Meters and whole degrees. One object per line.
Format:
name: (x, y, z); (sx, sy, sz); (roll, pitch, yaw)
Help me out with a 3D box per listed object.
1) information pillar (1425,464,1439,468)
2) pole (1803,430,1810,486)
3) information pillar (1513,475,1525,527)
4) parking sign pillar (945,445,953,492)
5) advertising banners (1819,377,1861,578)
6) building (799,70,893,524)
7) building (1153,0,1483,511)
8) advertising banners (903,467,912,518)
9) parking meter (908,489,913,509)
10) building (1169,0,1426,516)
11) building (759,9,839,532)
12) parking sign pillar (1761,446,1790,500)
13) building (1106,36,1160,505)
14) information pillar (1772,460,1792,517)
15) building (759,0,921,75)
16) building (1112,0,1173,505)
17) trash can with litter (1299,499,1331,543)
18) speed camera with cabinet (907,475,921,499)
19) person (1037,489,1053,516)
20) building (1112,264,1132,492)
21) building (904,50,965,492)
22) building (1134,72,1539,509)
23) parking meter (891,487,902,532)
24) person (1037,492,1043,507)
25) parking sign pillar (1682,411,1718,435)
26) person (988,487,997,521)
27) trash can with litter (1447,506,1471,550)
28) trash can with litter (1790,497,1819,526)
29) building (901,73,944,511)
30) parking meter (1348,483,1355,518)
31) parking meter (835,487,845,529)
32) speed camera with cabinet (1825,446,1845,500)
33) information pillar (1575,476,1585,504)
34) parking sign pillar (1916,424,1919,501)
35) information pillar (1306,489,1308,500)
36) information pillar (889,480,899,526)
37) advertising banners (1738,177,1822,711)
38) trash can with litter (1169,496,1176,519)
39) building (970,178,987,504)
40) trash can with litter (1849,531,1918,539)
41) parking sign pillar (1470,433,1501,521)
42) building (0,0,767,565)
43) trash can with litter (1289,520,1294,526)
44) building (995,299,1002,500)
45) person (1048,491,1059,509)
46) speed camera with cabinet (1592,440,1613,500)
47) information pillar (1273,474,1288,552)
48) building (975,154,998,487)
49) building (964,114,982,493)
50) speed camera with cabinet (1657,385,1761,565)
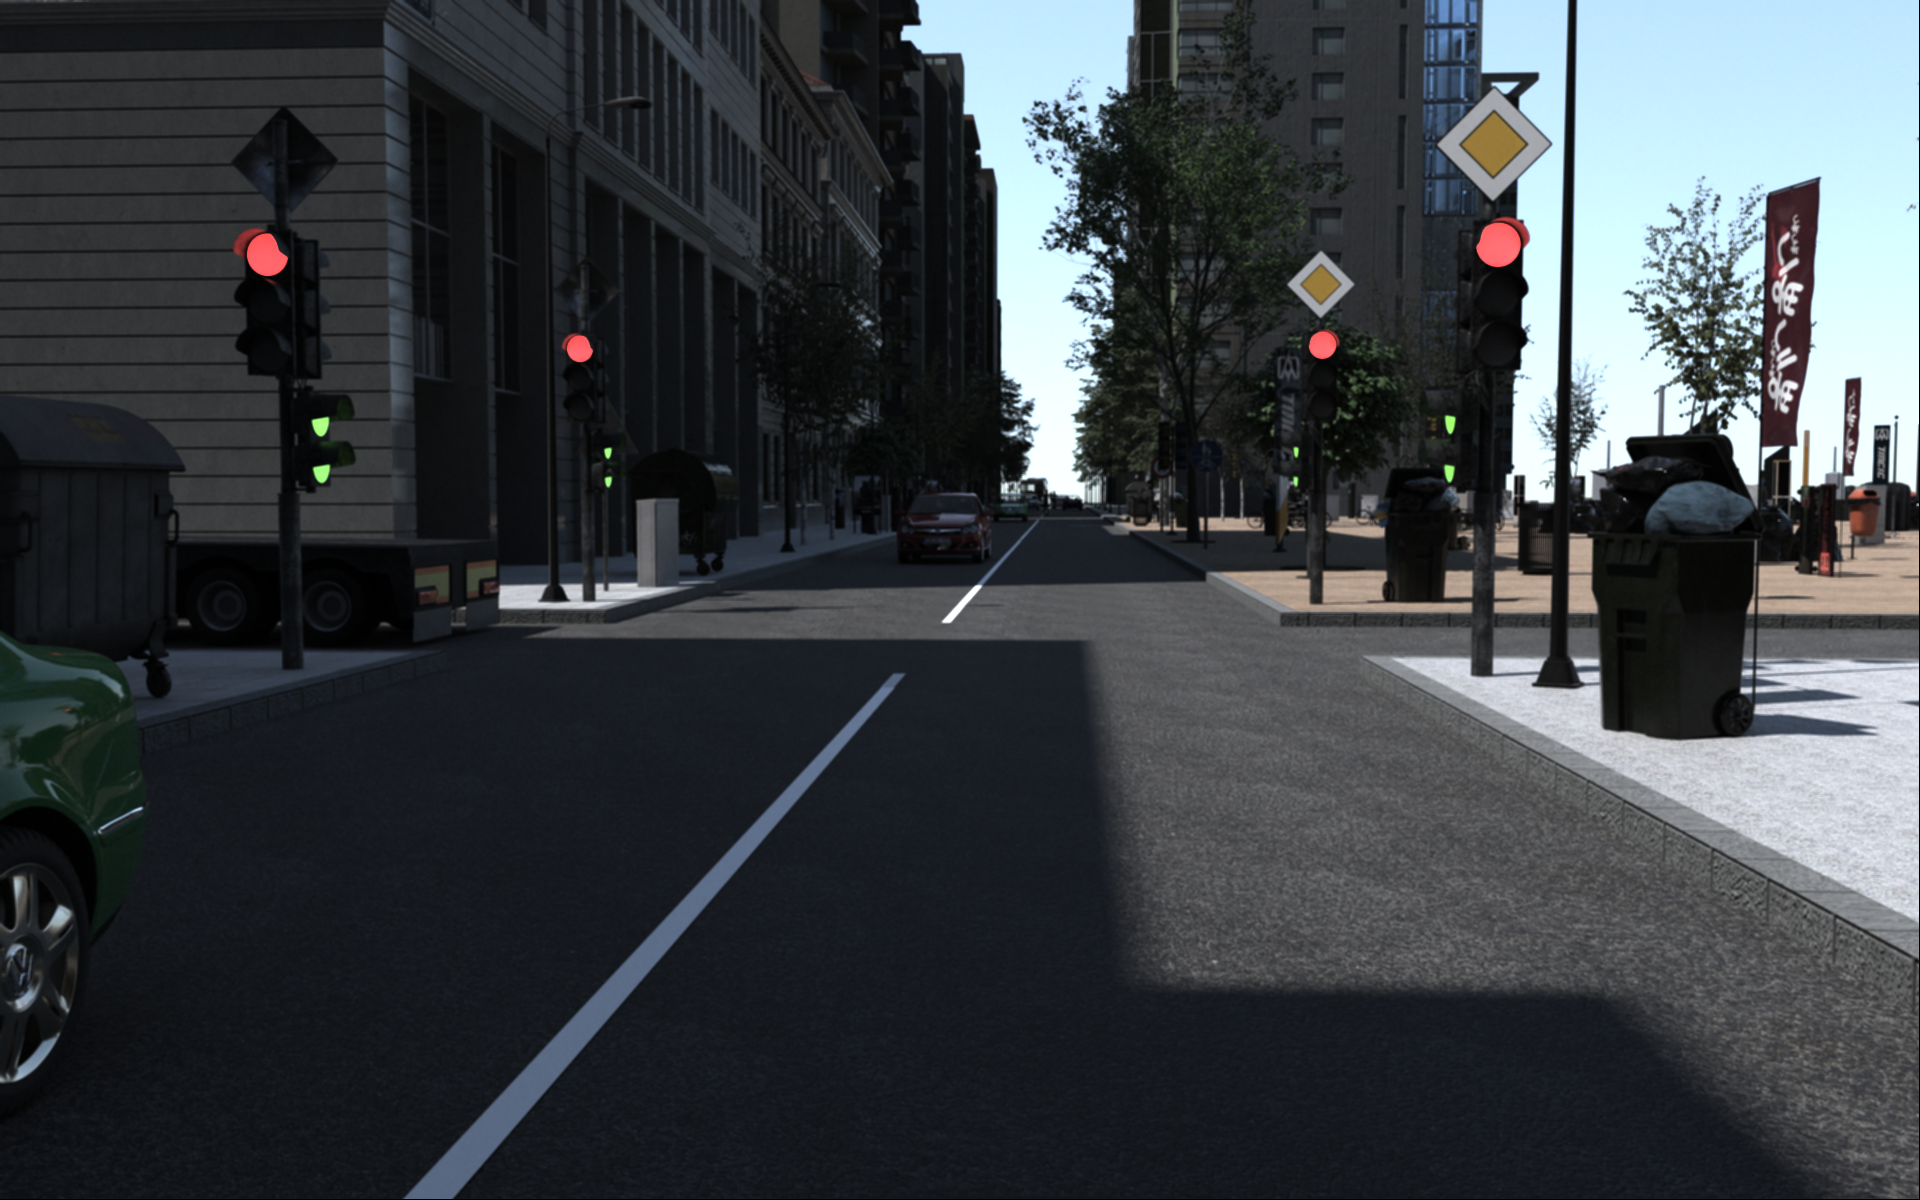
information pillar: (10.578, -2.096, 38.767); (0.304, 2.012, 0.304); (0, 4, 5)
pole: (27.005, -3.759, 55.309); (0.158, 3.312, 0.155); (0, 3, 0)
information pillar: (21.521, -3.802, 66.658); (0.304, 2.012, 0.304); (-1, 4, -20)
parking sign pillar: (-0.617, -6.464, 94.154); (1.447, 3.967, 1.447); (0, 4, 2)
advertising banners: (13.486, -1.879, 26.912); (0.090, 3.025, 2.074); (0, 4, 4)
building: (-10.015, -15.133, 83.587); (11.583, 22.565, 21.152); (0, 4, 3)
building: (25.699, -49.750, 126.081); (22.319, 86.520, 31.000); (0, 4, 3)
advertising banners: (-2.837, -5.968, 93.770); (0.090, 3.025, 2.074); (-1, 4, -13)
parking meter: (-2.356, -4.646, 84.380); (0.372, 1.533, 0.369); (0, 3, 0)
building: (19.819, -25.790, 105.269); (14.154, 41.232, 14.086); (0, 4, 3)
building: (-10.909, -12.165, 63.530); (10.561, 19.102, 19.286); (0, 4, 3)
parking sign pillar: (42.951, -6.288, 91.273); (1.447, 3.967, 1.447); (0, 4, -3)
building: (31.560, -56.498, 236.414); (22.319, 86.520, 31.000); (0, 4, 3)
information pillar: (17.907, -2.035, 37.765); (0.304, 2.012, 0.304); (1, 4, 12)
building: (-14.089, -27.876, 110.396); (22.147, 44.769, 28.867); (0, 4, 3)
building: (28.042, -46.391, 196.743); (20.563, 71.187, 20.611); (0, 4, 3)
trash can with litter: (9.360, -2.089, 45.543); (0.624, 1.170, 1.055); (2, 4, 30)
speed camera with cabinet: (-2.119, -5.813, 89.385); (0.660, 3.252, 2.038); (1, 4, 21)
person: (5.690, -6.502, 115.495); (1.217, 1.739, 0.721); (-2, 4, -30)
building: (26.036, -27.168, 215.899); (14.160, 30.474, 14.107); (0, 4, 3)
building: (-6.998, -28.915, 156.360); (14.154, 41.232, 14.086); (0, 4, 3)
building: (32.027, -28.302, 154.615); (32.217, 40.220, 23.993); (0, 4, 3)
parking meter: (-2.167, -3.109, 59.236); (0.372, 1.533, 0.369); (0, 3, 0)
person: (7.755, -9.658, 167.872); (0.593, 1.643, 0.415); (-3, 5, -40)
parking sign pillar: (23.458, -4.087, 55.295); (1.447, 3.967, 1.447); (-1, 4, -13)
person: (1.725, -5.222, 93.855); (0.580, 1.828, 0.573); (2, 4, 31)
trash can with litter: (11.294, -1.743, 39.882); (0.624, 1.170, 1.055); (3, 5, 44)
trash can with litter: (34.730, -3.673, 71.433); (1.055, 1.170, 0.624); (2, 4, 26)
building: (-17.151, -27.283, 137.950); (32.217, 40.220, 23.993); (0, 4, 3)
parking meter: (20.703, -5.250, 91.549); (0.255, 1.863, 0.399); (-1, 4, -9)
parking meter: (-4.448, -3.405, 64.088); (0.372, 1.533, 0.369); (0, 3, 0)
speed camera with cabinet: (36.865, -4.718, 71.468); (2.038, 3.252, 0.660); (3, 4, 37)
information pillar: (24.745, -3.955, 69.157); (0.304, 2.012, 0.304); (0, 4, -6)
parking sign pillar: (37.275, -4.783, 66.679); (1.447, 3.967, 1.447); (-3, 5, -44)
information pillar: (18.233, -6.036, 90.036); (0.504, 3.616, 0.183); (-1, 4, -15)
information pillar: (-2.668, -3.996, 69.819); (0.304, 2.012, 0.304); (3, 4, 37)
advertising banners: (4.641, -0.885, 10.665); (0.090, 3.025, 2.074); (0, 4, -5)
trash can with litter: (10.912, -4.860, 90.511); (1.678, 1.210, 2.233); (-2, 4, -29)
building: (-3.967, -32.715, 218.480); (14.154, 41.232, 14.086); (0, 4, 3)
trash can with litter: (26.972, -2.428, 50.748); (1.678, 1.210, 2.233); (1, 4, 17)
parking sign pillar: (23.197, -5.384, 76.504); (1.447, 3.967, 1.447); (-1, 4, -20)
building: (-12.263, -15.924, 37.850); (11.434, 29.767, 29.804); (0, 4, 3)
trash can with litter: (13.136, -3.593, 70.125); (0.624, 1.170, 1.055); (-2, 4, -31)
building: (-1.331, -29.094, 247.390); (14.160, 30.474, 14.107); (0, 4, 3)
person: (8.916, -9.522, 164.897); (1.217, 1.736, 0.721); (-2, 4, -26)
speed camera with cabinet: (24.053, -4.261, 64.003); (0.660, 3.252, 2.038); (3, 5, 44)
information pillar: (7.132, -2.874, 38.345); (0.183, 3.616, 0.504); (2, 4, 33)
building: (-2.143, -35.613, 232.388); (14.600, 45.320, 14.200); (0, 4, 3)
building: (-8.951, -33.155, 196.707); (22.147, 44.769, 28.867); (0, 4, 3)
speed camera with cabinet: (13.426, -2.274, 31.511); (2.038, 3.252, 0.660); (1, 4, 12)
